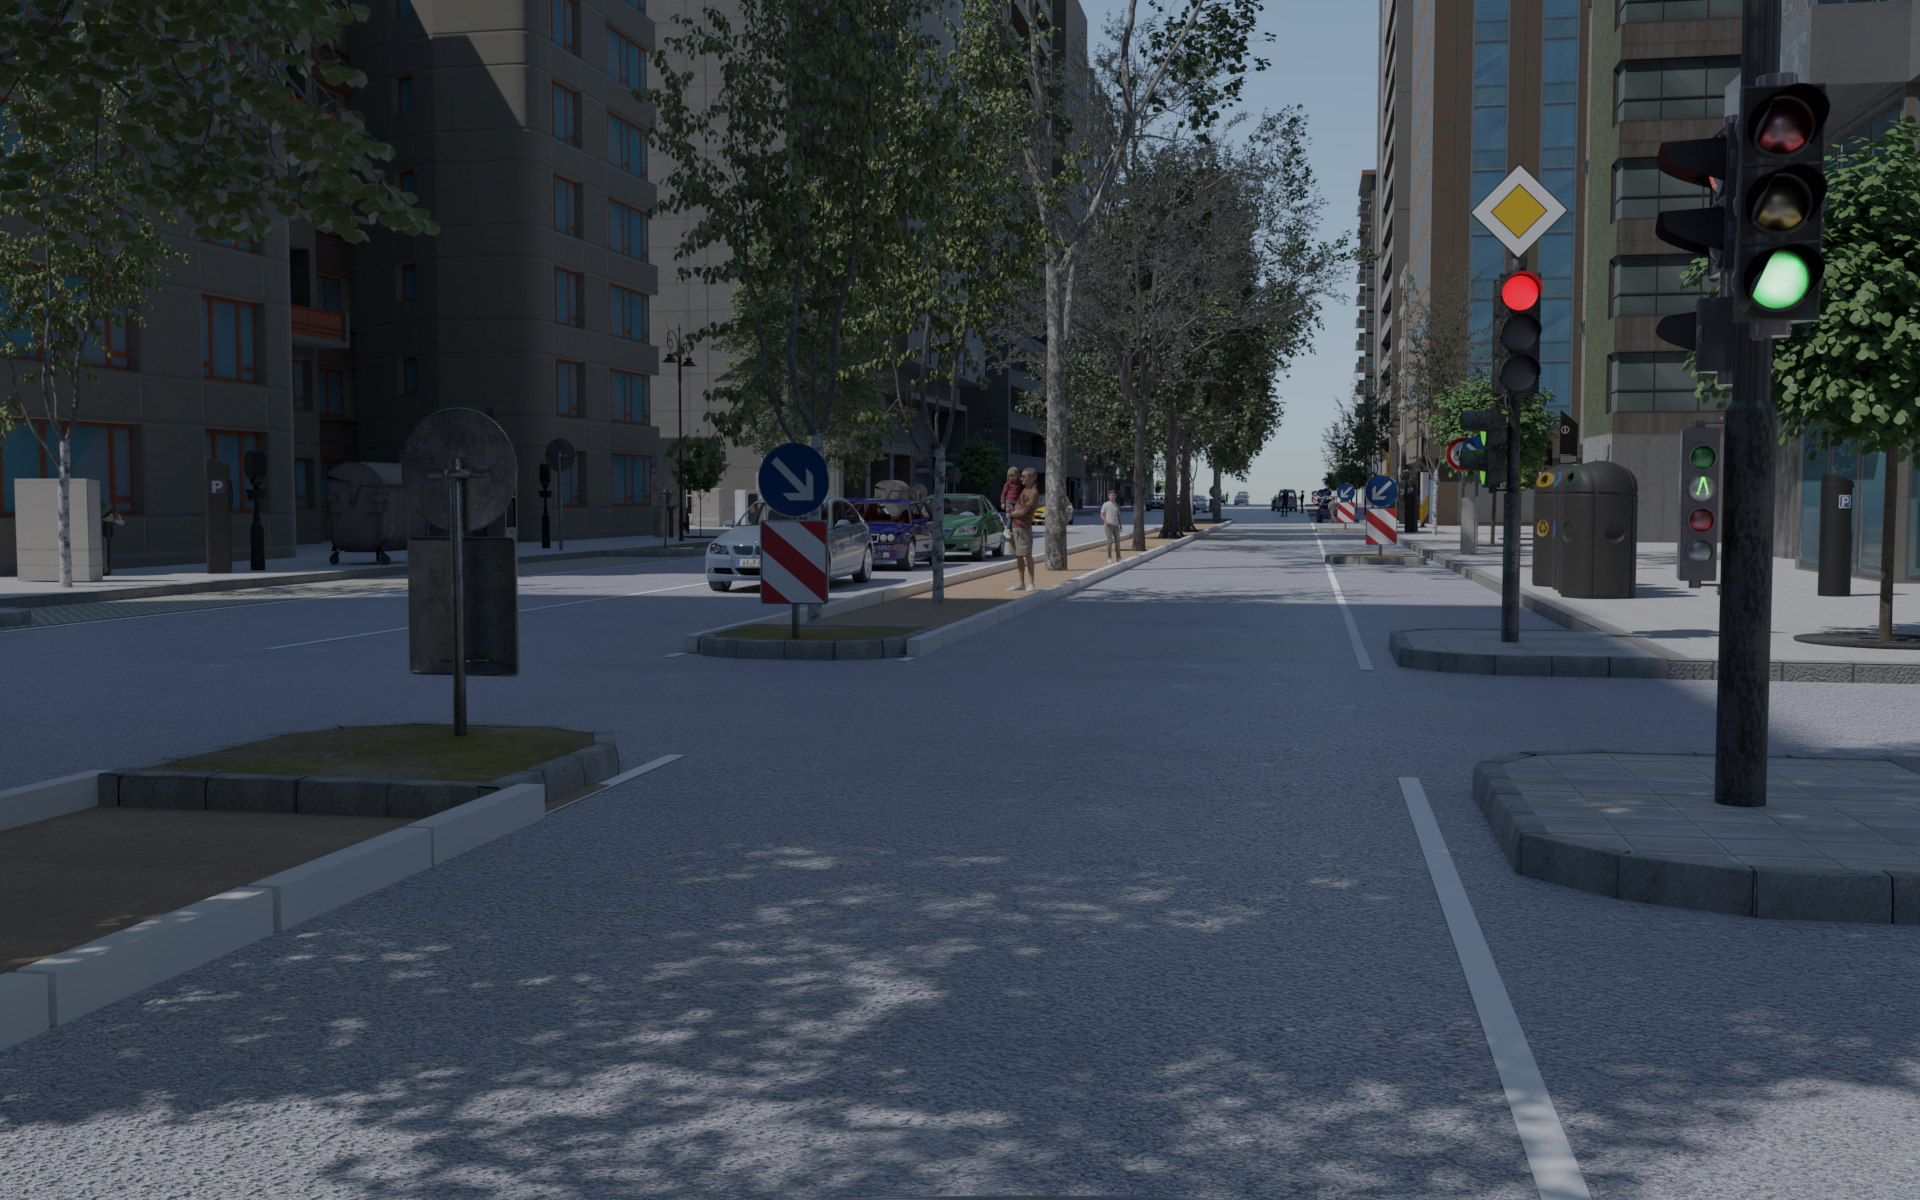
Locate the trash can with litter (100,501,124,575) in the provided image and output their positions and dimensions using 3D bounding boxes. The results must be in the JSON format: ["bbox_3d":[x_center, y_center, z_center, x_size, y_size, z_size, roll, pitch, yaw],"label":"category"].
[{"bbox_3d":[-13.551,-0.949,26.896,0.624,1.170,1.055,1,4,8],"label":"trash can with litter"}]

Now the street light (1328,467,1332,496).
[{"bbox_3d":[46.347,-14.871,215.934,0.468,5.910,1.993,1,4,11],"label":"street light"}]

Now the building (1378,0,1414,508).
[{"bbox_3d":[46.944,-31.937,145.877,21.300,48.544,21.600,1,4,11],"label":"building"}]

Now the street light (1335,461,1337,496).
[{"bbox_3d":[40.902,-13.155,187.872,0.468,5.910,1.993,1,4,11],"label":"street light"}]

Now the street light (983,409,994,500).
[{"bbox_3d":[1.557,-7.403,93.819,0.468,5.910,1.993,1,4,11],"label":"street light"}]

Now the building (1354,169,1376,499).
[{"bbox_3d":[63.379,-35.042,227.566,22.147,44.769,28.867,1,4,11],"label":"building"}]

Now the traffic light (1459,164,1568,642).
[{"bbox_3d":[4.760,-1.591,14.935,0.839,4.253,0.868,1,4,11],"label":"traffic light"}]

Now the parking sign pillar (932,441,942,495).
[{"bbox_3d":[-1.136,-6.047,87.337,1.447,3.967,1.447,0,4,4],"label":"parking sign pillar"}]

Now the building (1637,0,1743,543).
[{"bbox_3d":[25.420,-17.041,50.326,14.160,30.474,14.107,1,4,11],"label":"building"}]

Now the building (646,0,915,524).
[{"bbox_3d":[-13.148,-39.444,83.163,20.563,71.187,20.611,1,4,11],"label":"building"}]

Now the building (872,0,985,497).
[{"bbox_3d":[-13.510,-31.810,109.333,28.713,52.752,27.495,1,4,11],"label":"building"}]

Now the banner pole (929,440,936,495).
[{"bbox_3d":[-1.198,-5.507,80.061,0.863,3.779,0.401,3,5,42],"label":"banner pole"}]

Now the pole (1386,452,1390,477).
[{"bbox_3d":[20.853,-5.541,84.438,0.158,3.312,0.155,0,3,0],"label":"pole"}]

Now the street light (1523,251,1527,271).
[{"bbox_3d":[10.011,-3.567,31.111,0.468,5.910,1.993,1,4,11],"label":"street light"}]

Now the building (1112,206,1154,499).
[{"bbox_3d":[19.408,-34.026,239.912,14.154,41.232,14.086,1,4,11],"label":"building"}]

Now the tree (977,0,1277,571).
[{"bbox_3d":[2.816,-10.533,30.559,12.611,20.169,13.585,0,3,0],"label":"tree"}]

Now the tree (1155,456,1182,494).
[{"bbox_3d":[27.267,-16.989,228.130,4.360,8.622,3.978,0,3,0],"label":"tree"}]

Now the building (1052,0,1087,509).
[{"bbox_3d":[3.185,-30.541,149.463,14.600,45.320,14.200,1,4,11],"label":"building"}]

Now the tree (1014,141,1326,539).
[{"bbox_3d":[6.806,-8.321,55.508,9.611,12.733,9.660,0,3,0],"label":"tree"}]

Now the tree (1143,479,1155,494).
[{"bbox_3d":[19.269,-11.618,184.562,1.663,3.219,1.824,0,3,0],"label":"tree"}]

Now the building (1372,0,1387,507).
[{"bbox_3d":[55.241,-39.349,185.360,21.231,58.520,28.212,1,4,11],"label":"building"}]

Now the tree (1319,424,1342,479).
[{"bbox_3d":[38.427,-13.728,174.812,4.360,8.622,3.978,0,3,0],"label":"tree"}]

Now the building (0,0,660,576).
[{"bbox_3d":[-25.818,-12.085,42.636,27.650,21.520,28.899,1,4,11],"label":"building"}]

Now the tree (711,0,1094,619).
[{"bbox_3d":[-0.278,-4.255,22.391,4.737,8.622,4.395,0,3,0],"label":"tree"}]

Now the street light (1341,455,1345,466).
[{"bbox_3d":[36.078,-11.635,163.025,0.468,5.910,1.993,1,4,11],"label":"street light"}]

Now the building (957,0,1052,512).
[{"bbox_3d":[-5.027,-31.136,132.767,21.300,48.544,21.600,1,4,11],"label":"building"}]

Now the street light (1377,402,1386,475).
[{"bbox_3d":[21.205,-6.996,87.175,0.468,5.910,1.993,1,4,11],"label":"street light"}]

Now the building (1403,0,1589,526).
[{"bbox_3d":[26.819,-25.903,73.621,14.600,45.320,14.200,1,4,11],"label":"building"}]

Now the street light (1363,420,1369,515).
[{"bbox_3d":[24.920,-8.170,106.362,0.468,5.910,1.993,1,4,11],"label":"street light"}]

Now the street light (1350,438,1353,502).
[{"bbox_3d":[30.465,-9.908,134.781,0.468,5.910,1.993,1,4,11],"label":"street light"}]

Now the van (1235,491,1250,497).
[{"bbox_3d":[39.088,-14.218,239.470,2.013,2.044,4.112,1,4,12],"label":"van"}]

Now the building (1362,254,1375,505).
[{"bbox_3d":[55.600,-26.665,207.670,14.160,30.474,14.107,1,4,11],"label":"building"}]

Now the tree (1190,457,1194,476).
[{"bbox_3d":[30.667,-17.880,242.694,4.360,8.622,3.978,0,3,0],"label":"tree"}]

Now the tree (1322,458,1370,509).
[{"bbox_3d":[34.763,-10.367,153.216,4.285,4.588,4.351,0,3,0],"label":"tree"}]

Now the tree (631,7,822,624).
[{"bbox_3d":[-1.434,-3.933,17.124,4.737,8.622,4.395,0,3,0],"label":"tree"}]

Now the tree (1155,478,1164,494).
[{"bbox_3d":[24.145,-13.247,211.186,1.663,3.219,1.824,0,3,0],"label":"tree"}]

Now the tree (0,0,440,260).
[{"bbox_3d":[-3.311,-5.132,4.495,7.486,12.596,7.792,0,3,0],"label":"tree"}]

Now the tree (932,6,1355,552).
[{"bbox_3d":[4.468,-7.965,43.062,12.009,13.543,11.850,0,3,0],"label":"tree"}]

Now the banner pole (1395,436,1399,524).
[{"bbox_3d":[18.850,-5.177,74.655,0.401,3.779,0.863,1,4,21],"label":"banner pole"}]

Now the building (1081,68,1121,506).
[{"bbox_3d":[6.059,-35.167,194.596,23.786,49.044,30.456,1,4,11],"label":"building"}]

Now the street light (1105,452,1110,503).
[{"bbox_3d":[12.676,-10.852,150.224,0.468,5.910,1.993,1,4,11],"label":"street light"}]

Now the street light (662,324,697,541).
[{"bbox_3d":[-7.611,-4.547,47.136,0.468,5.910,1.993,1,4,11],"label":"street light"}]

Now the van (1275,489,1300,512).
[{"bbox_3d":[26.916,-8.282,142.428,2.013,2.044,4.112,1,4,11],"label":"van"}]

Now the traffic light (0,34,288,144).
[{"bbox_3d":[-9.178,-2.631,17.690,4.771,5.953,1.251,1,4,11],"label":"traffic light"}]

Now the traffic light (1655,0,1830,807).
[{"bbox_3d":[1.148,-2.000,7.363,4.771,5.953,1.251,1,4,11],"label":"traffic light"}]

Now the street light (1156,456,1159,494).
[{"bbox_3d":[23.283,-14.157,204.250,0.468,5.910,1.993,1,4,11],"label":"street light"}]

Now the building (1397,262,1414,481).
[{"bbox_3d":[45.735,-16.894,121.255,27.650,21.520,28.899,1,4,11],"label":"building"}]

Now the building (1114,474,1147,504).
[{"bbox_3d":[7.360,-32.442,222.304,32.217,40.220,23.993,1,4,11],"label":"building"}]

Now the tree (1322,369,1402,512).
[{"bbox_3d":[23.860,-9.206,100.876,4.737,8.622,4.395,0,3,0],"label":"tree"}]

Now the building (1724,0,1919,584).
[{"bbox_3d":[27.893,-24.807,25.210,30.456,49.044,23.786,1,4,11],"label":"building"}]

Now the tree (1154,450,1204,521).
[{"bbox_3d":[10.052,-7.481,75.135,4.737,8.622,4.395,0,3,0],"label":"tree"}]

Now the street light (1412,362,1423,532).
[{"bbox_3d":[15.624,-5.281,59.140,0.468,5.910,1.993,1,4,11],"label":"street light"}]

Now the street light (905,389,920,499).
[{"bbox_3d":[-2.122,-6.263,75.189,0.468,5.910,1.993,1,4,11],"label":"street light"}]
